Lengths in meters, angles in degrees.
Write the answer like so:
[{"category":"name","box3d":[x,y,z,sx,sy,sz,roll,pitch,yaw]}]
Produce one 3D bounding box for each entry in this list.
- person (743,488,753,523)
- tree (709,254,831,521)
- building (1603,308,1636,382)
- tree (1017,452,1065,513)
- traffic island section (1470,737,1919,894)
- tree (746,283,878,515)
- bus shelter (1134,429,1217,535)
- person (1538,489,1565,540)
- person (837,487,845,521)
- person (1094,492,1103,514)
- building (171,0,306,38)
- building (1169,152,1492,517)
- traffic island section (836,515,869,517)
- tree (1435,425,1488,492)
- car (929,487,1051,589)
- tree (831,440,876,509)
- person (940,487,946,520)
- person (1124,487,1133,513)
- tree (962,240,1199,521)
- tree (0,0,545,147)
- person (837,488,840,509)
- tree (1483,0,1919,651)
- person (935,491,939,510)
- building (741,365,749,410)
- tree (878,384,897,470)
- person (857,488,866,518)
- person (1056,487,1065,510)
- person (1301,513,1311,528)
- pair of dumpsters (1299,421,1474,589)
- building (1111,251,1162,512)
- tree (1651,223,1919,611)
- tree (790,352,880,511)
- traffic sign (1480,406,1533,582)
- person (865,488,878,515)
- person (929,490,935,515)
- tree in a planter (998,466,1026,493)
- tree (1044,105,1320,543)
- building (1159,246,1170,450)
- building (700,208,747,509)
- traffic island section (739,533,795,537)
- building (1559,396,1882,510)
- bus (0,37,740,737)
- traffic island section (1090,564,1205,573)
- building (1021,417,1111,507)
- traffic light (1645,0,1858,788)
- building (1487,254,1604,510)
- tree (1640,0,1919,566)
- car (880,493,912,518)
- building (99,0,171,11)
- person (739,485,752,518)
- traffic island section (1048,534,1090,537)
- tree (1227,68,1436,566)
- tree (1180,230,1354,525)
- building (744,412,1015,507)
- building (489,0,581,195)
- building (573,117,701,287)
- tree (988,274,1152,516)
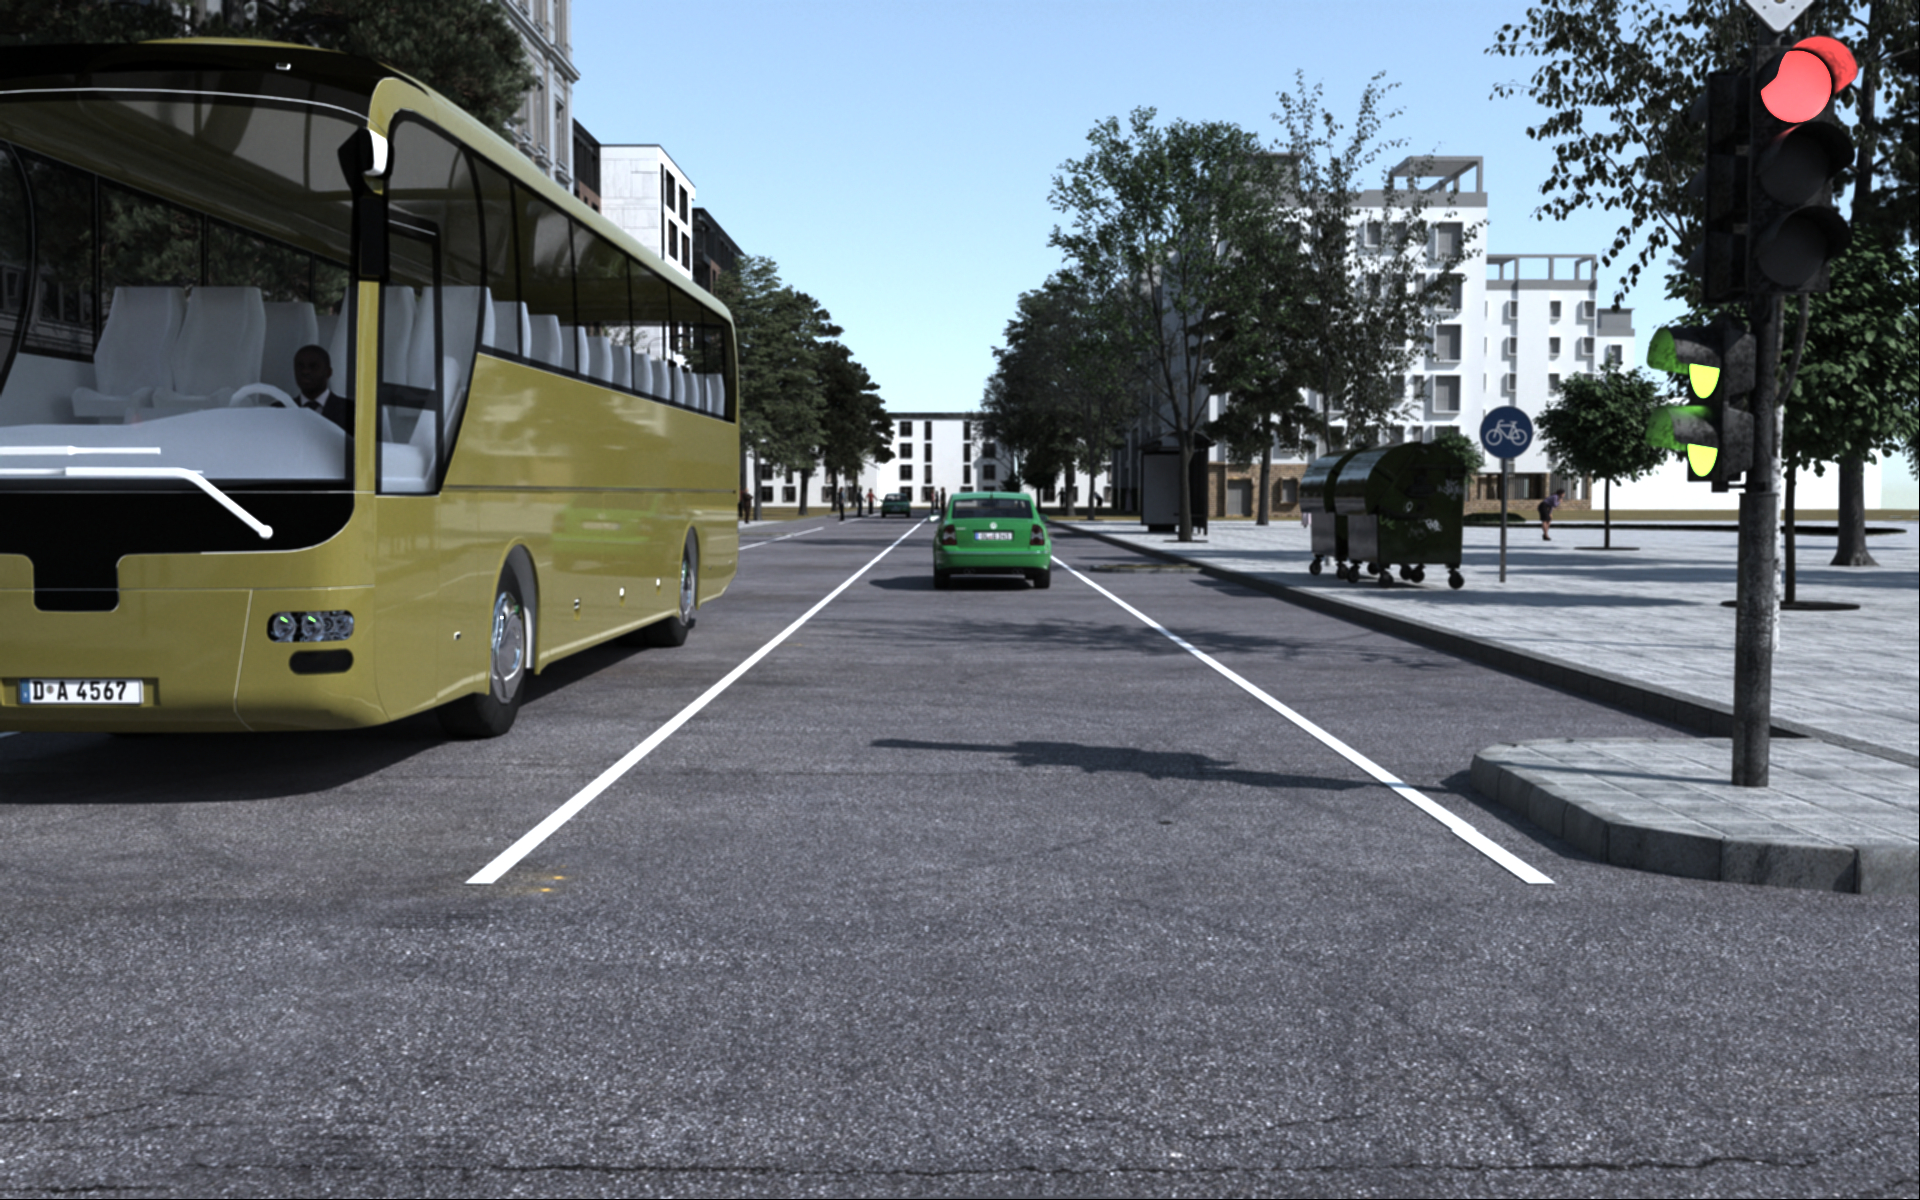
[{"category":"person","box3d":[-9.276,-4.126,75.772,0.388,1.546,0.482,2,4,32]},{"category":"tree","box3d":[-10.127,-10.069,82.756,7.486,12.596,7.792,0,3,0]},{"category":"building","box3d":[62.739,-19.949,182.582,11.380,20.091,16.016,0,3,0]},{"category":"tree","box3d":[5.482,-8.135,116.726,4.285,4.588,4.351,0,3,0]},{"category":"traffic island section","box3d":[3.507,0.895,7.642,2.009,0.180,2.903,0,3,0]},{"category":"tree","box3d":[-9.271,-12.016,103.886,7.806,13.903,7.818,0,3,0]},{"category":"bus shelter","box3d":[6.947,-3.820,56.387,2.014,3.302,5.546,0,3,0]},{"category":"person","box3d":[16.303,-2.355,47.778,0.697,1.427,0.421,1,4,14]},{"category":"person","box3d":[-6.393,-5.184,93.246,0.705,1.826,1.348,-1,4,-15]},{"category":"person","box3d":[9.007,-6.355,113.143,0.799,1.438,0.628,2,4,33]},{"category":"building","box3d":[-22.310,-12.145,47.719,9.793,20.994,18.267,0,3,0]},{"category":"building","box3d":[21.211,-15.007,101.791,16.016,20.091,11.380,0,3,0]},{"category":"traffic island section","box3d":[-6.815,-5.320,109.842,1.991,0.108,1.994,0,3,0]},{"category":"tree","box3d":[22.752,-5.906,80.279,4.285,4.588,4.351,0,3,0]},{"category":"car","box3d":[0.473,-1.152,27.632,1.959,1.807,4.718,0,4,0]},{"category":"tree","box3d":[-9.623,-12.205,149.908,4.737,8.622,4.395,0,3,0]},{"category":"person","box3d":[-0.964,-5.297,95.236,0.705,1.807,1.348,0,4,-1]},{"category":"person","box3d":[11.351,-6.737,116.857,0.621,1.740,0.551,0,4,7]},{"category":"tree","box3d":[6.396,-10.509,82.188,12.009,13.543,11.850,0,3,0]},{"category":"tree","box3d":[-9.507,-7.038,22.492,7.806,13.903,7.818,0,3,0]},{"category":"person","box3d":[-10.156,-8.482,145.243,1.217,1.766,0.721,3,5,42]},{"category":"tree","box3d":[6.413,-3.895,14.038,4.360,8.622,3.978,0,3,0]},{"category":"person","box3d":[-2.071,-9.123,158.460,0.445,1.727,0.742,0,4,-7]},{"category":"building","box3d":[-38.010,-19.341,182.675,31.486,18.905,16.747,0,3,0]},{"category":"tree","box3d":[-9.454,-15.330,158.075,7.806,13.903,7.818,0,3,0]},{"category":"person","box3d":[-6.021,-5.883,104.775,0.705,1.814,1.350,-2,4,-23]},{"category":"person","box3d":[8.070,-7.981,136.540,1.348,1.823,0.705,-2,4,-34]},{"category":"person","box3d":[13.227,-3.621,65.921,0.551,1.740,0.621,-2,4,-24]},{"category":"pair of dumpsters","box3d":[6.165,-1.398,25.344,1.574,2.255,4.436,0,3,0]},{"category":"building","box3d":[21.577,-16.417,134.874,16.747,18.905,31.486,0,3,0]},{"category":"tree","box3d":[9.539,-2.197,19.637,4.285,4.588,4.351,0,3,0]},{"category":"tree","box3d":[-9.275,-12.589,127.891,6.751,12.117,7.091,0,3,0]},{"category":"traffic sign","box3d":[7.895,-1.530,25.121,0.768,2.556,0.104,0,4,0]},{"category":"person","box3d":[-6.164,-6.831,120.131,0.705,1.831,1.348,3,4,38]},{"category":"person","box3d":[-1.783,-6.616,117.397,0.721,1.743,1.217,0,4,-6]},{"category":"tree in a planter","box3d":[3.298,-6.881,109.730,1.991,3.239,1.994,0,3,0]},{"category":"tree","box3d":[5.992,-7.353,45.984,9.928,11.665,9.643,0,3,0]},{"category":"building","box3d":[21.339,-15.720,113.443,16.016,20.091,11.380,0,3,0]},{"category":"building","box3d":[-34.570,-17.968,137.759,32.646,21.610,27.936,0,3,0]},{"category":"traffic island section","box3d":[-6.704,-2.235,59.405,1.991,0.108,1.994,0,3,0]},{"category":"building","box3d":[63.971,-12.522,146.878,28.070,9.664,9.099,0,3,0]},{"category":"bus","box3d":[-3.817,-1.339,13.446,2.896,3.916,12.252,0,4,1]},{"category":"traffic island section","box3d":[3.450,-0.577,32.307,1.991,0.108,1.994,0,3,0]},{"category":"building","box3d":[20.260,-14.524,179.609,28.070,9.664,9.099,0,3,0]},{"category":"traffic light","box3d":[3.467,-1.118,7.529,0.839,4.213,0.868,0,3,0]},{"category":"building","box3d":[44.205,-17.543,143.255,11.380,20.091,16.016,0,3,0]},{"category":"tree","box3d":[16.128,-7.551,30.888,7.806,13.903,7.818,0,3,0]},{"category":"car","box3d":[-3.921,-5.947,106.027,1.959,1.807,4.718,0,4,-2]},{"category":"building","box3d":[-23.963,-14.245,26.407,14.314,27.812,24.014,0,3,0]},{"category":"person","box3d":[-11.901,-5.342,93.347,1.348,1.831,0.705,-2,4,-26]},{"category":"traffic island section","box3d":[3.395,-2.239,59.470,1.991,0.108,1.994,0,3,0]},{"category":"tree","box3d":[6.790,-4.901,30.488,4.360,8.622,3.978,0,3,0]},{"category":"tree","box3d":[12.520,-9.092,70.717,6.751,12.117,7.091,0,3,0]},{"category":"building","box3d":[-8.224,-14.471,178.745,28.070,9.664,9.099,0,3,0]},{"category":"building","box3d":[-23.130,-17.170,66.638,13.634,28.700,20.117,0,3,0]},{"category":"building","box3d":[-31.478,-15.620,99.356,27.936,21.610,32.646,0,3,0]},{"category":"tree","box3d":[6.297,-11.798,99.549,9.857,13.997,8.962,0,3,0]}]
